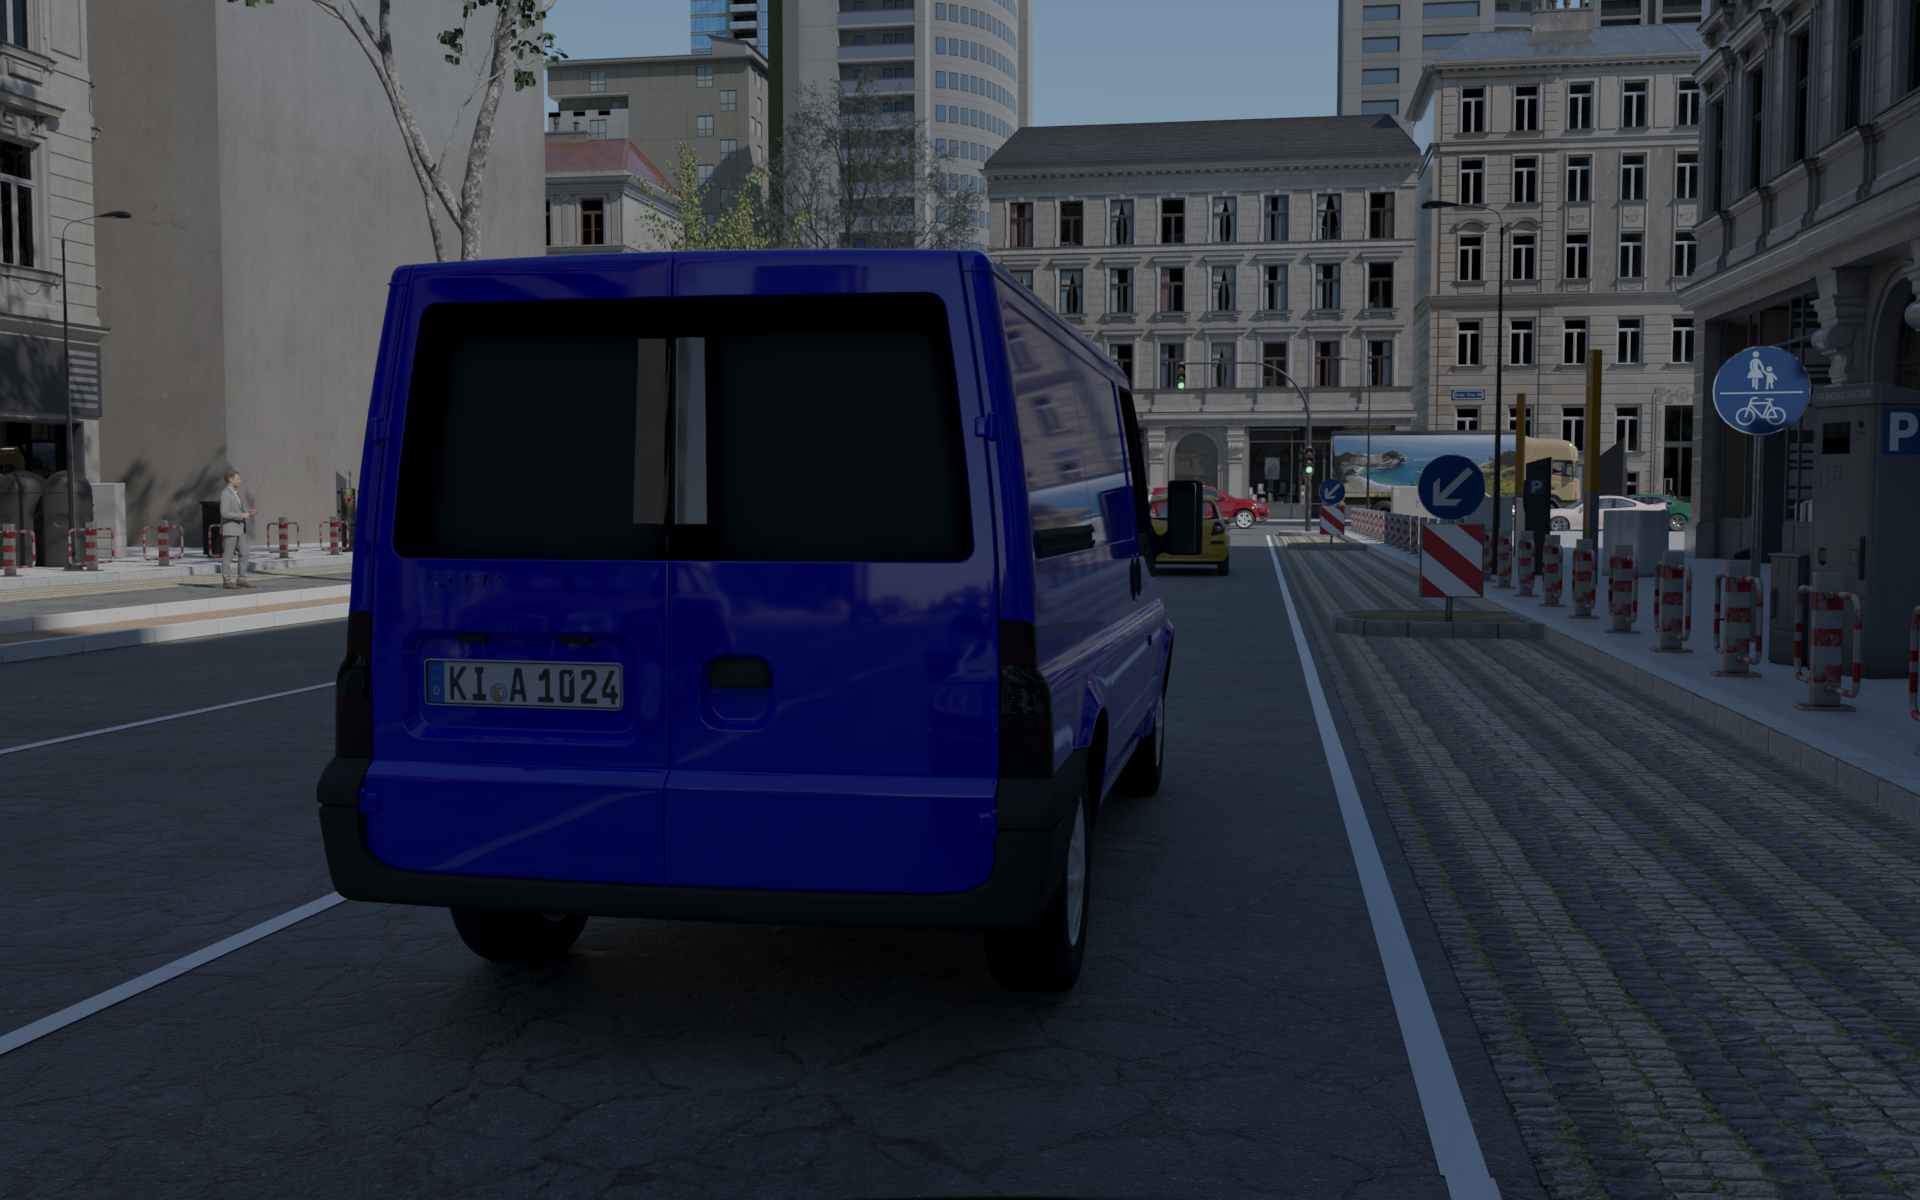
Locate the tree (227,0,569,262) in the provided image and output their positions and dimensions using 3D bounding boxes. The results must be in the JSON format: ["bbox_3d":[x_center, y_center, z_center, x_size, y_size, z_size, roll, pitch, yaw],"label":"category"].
[{"bbox_3d":[-8.487,-10.302,26.783,12.611,20.169,13.585,0,3,0],"label":"tree"}]

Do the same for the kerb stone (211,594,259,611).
[{"bbox_3d":[-9.096,0.040,21.548,0.120,0.150,1.000,1,4,10],"label":"kerb stone"}]

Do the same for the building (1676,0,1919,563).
[{"bbox_3d":[18.931,-11.118,32.682,10.553,20.767,40.483,1,4,10],"label":"building"}]

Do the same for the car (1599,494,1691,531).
[{"bbox_3d":[26.338,-3.408,67.521,4.920,1.459,2.131,1,4,10],"label":"car"}]

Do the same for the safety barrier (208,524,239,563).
[{"bbox_3d":[-13.753,-1.114,32.495,0.300,0.817,1.120,1,4,10],"label":"safety barrier"}]

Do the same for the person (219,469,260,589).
[{"bbox_3d":[-10.907,-1.070,26.199,0.583,1.804,0.606,-1,4,-11],"label":"person"}]

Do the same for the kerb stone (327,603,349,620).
[{"bbox_3d":[-7.191,0.124,20.197,0.120,0.150,1.000,1,4,10],"label":"kerb stone"}]

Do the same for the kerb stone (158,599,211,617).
[{"bbox_3d":[-9.262,0.101,20.537,0.120,0.150,1.000,1,4,10],"label":"kerb stone"}]

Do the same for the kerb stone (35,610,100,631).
[{"bbox_3d":[-9.607,0.226,18.517,0.120,0.150,1.000,1,4,10],"label":"kerb stone"}]

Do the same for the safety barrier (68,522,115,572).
[{"bbox_3d":[-14.395,-0.883,28.713,0.300,0.817,1.120,1,4,10],"label":"safety barrier"}]

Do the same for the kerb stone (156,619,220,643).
[{"bbox_3d":[-7.710,0.310,17.165,0.120,0.150,1.000,1,4,10],"label":"kerb stone"}]

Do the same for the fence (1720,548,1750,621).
[{"bbox_3d":[8.301,-0.185,18.405,0.278,0.683,2.069,2,4,28],"label":"fence"}]

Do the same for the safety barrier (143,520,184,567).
[{"bbox_3d":[-14.074,-0.999,30.603,0.300,0.817,1.120,1,4,10],"label":"safety barrier"}]

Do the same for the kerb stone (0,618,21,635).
[{"bbox_3d":[-9.779,0.292,17.507,0.120,0.150,1.000,1,4,10],"label":"kerb stone"}]

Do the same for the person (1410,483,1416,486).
[{"bbox_3d":[17.200,-3.543,66.228,0.655,1.846,0.447,-2,4,-28],"label":"person"}]

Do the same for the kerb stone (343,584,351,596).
[{"bbox_3d":[-8.581,-0.146,24.590,0.120,0.150,1.000,1,4,10],"label":"kerb stone"}]

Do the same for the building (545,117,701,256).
[{"bbox_3d":[-26.752,-16.078,99.029,21.152,22.565,11.583,1,4,10],"label":"building"}]

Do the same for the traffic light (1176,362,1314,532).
[{"bbox_3d":[9.818,-5.184,59.422,4.771,5.953,1.251,1,4,10],"label":"traffic light"}]

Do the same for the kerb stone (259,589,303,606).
[{"bbox_3d":[-8.926,-0.023,22.566,0.120,0.150,1.000,1,4,10],"label":"kerb stone"}]

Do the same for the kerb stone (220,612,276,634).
[{"bbox_3d":[-7.540,0.250,18.176,0.120,0.150,1.000,1,4,10],"label":"kerb stone"}]

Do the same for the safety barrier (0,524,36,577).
[{"bbox_3d":[-14.715,-0.767,26.815,0.300,0.817,1.120,1,4,10],"label":"safety barrier"}]

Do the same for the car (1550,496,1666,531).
[{"bbox_3d":[23.211,-3.107,63.168,4.827,1.381,2.083,1,4,9],"label":"car"}]

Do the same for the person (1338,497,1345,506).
[{"bbox_3d":[16.387,-3.818,74.828,0.435,1.345,0.340,0,4,-4],"label":"person"}]

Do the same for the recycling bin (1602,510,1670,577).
[{"bbox_3d":[10.563,-0.888,27.077,0.722,1.027,0.722,-2,4,-29],"label":"recycling bin"}]

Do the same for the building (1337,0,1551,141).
[{"bbox_3d":[49.780,-39.040,180.310,21.231,58.520,28.212,1,4,10],"label":"building"}]

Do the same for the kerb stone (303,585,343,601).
[{"bbox_3d":[-8.747,-0.085,23.578,0.120,0.150,1.000,1,4,10],"label":"kerb stone"}]

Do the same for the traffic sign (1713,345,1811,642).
[{"bbox_3d":[6.888,-0.908,14.954,0.768,2.556,0.104,1,4,19],"label":"traffic sign"}]

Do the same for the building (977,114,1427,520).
[{"bbox_3d":[3.504,-14.787,92.684,40.483,20.767,10.553,1,4,10],"label":"building"}]

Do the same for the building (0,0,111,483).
[{"bbox_3d":[-29.550,-14.841,19.061,17.030,29.872,44.131,1,4,10],"label":"building"}]

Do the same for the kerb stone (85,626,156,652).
[{"bbox_3d":[-7.888,0.370,16.151,0.120,0.150,1.000,1,4,10],"label":"kerb stone"}]

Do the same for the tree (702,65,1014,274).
[{"bbox_3d":[-3.279,-8.376,49.771,12.009,13.543,11.850,0,3,0],"label":"tree"}]

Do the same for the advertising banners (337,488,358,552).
[{"bbox_3d":[-13.311,-2.620,39.026,0.090,3.025,2.074,1,4,20],"label":"advertising banners"}]

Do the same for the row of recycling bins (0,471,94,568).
[{"bbox_3d":[-16.967,-1.456,30.923,3.534,1.692,1.069,1,4,21],"label":"row of recycling bins"}]

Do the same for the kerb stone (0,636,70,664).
[{"bbox_3d":[-8.061,0.432,15.135,0.120,0.150,1.000,1,4,10],"label":"kerb stone"}]

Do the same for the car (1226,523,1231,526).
[{"bbox_3d":[10.223,-3.884,75.873,4.827,1.381,2.083,1,4,10],"label":"car"}]

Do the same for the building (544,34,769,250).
[{"bbox_3d":[-34.000,-37.919,209.211,27.495,52.752,28.713,1,4,10],"label":"building"}]

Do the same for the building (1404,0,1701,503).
[{"bbox_3d":[36.329,-17.891,89.787,25.104,27.353,12.463,1,4,10],"label":"building"}]

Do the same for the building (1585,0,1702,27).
[{"bbox_3d":[97.865,-49.268,243.787,20.611,71.187,20.563,1,4,10],"label":"building"}]

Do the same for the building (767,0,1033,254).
[{"bbox_3d":[-5.141,-38.315,168.445,21.231,58.520,28.212,1,4,10],"label":"building"}]

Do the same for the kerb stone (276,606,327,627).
[{"bbox_3d":[-7.367,0.186,19.187,0.120,0.150,1.000,1,4,10],"label":"kerb stone"}]

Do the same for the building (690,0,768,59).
[{"bbox_3d":[-27.852,-58.232,264.759,31.000,86.520,22.319,1,4,10],"label":"building"}]

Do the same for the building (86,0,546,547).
[{"bbox_3d":[-32.657,-15.197,52.988,34.151,26.468,19.350,1,4,10],"label":"building"}]

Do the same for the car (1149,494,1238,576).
[{"bbox_3d":[4.111,-1.328,31.929,2.015,1.641,3.980,1,4,8],"label":"car"}]

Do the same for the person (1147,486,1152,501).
[{"bbox_3d":[6.634,-3.281,62.818,0.598,1.740,0.731,3,5,45],"label":"person"}]

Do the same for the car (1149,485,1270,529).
[{"bbox_3d":[10.162,-3.866,71.888,5.304,1.827,2.281,1,4,11],"label":"car"}]

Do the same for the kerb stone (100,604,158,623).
[{"bbox_3d":[-9.442,0.166,19.528,0.120,0.150,1.000,1,4,10],"label":"kerb stone"}]

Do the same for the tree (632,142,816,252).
[{"bbox_3d":[-5.097,-5.066,35.648,4.737,8.622,4.395,0,3,0],"label":"tree"}]

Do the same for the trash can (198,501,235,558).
[{"bbox_3d":[-14.958,-1.425,34.950,0.748,1.137,0.748,0,3,0],"label":"trash can"}]
